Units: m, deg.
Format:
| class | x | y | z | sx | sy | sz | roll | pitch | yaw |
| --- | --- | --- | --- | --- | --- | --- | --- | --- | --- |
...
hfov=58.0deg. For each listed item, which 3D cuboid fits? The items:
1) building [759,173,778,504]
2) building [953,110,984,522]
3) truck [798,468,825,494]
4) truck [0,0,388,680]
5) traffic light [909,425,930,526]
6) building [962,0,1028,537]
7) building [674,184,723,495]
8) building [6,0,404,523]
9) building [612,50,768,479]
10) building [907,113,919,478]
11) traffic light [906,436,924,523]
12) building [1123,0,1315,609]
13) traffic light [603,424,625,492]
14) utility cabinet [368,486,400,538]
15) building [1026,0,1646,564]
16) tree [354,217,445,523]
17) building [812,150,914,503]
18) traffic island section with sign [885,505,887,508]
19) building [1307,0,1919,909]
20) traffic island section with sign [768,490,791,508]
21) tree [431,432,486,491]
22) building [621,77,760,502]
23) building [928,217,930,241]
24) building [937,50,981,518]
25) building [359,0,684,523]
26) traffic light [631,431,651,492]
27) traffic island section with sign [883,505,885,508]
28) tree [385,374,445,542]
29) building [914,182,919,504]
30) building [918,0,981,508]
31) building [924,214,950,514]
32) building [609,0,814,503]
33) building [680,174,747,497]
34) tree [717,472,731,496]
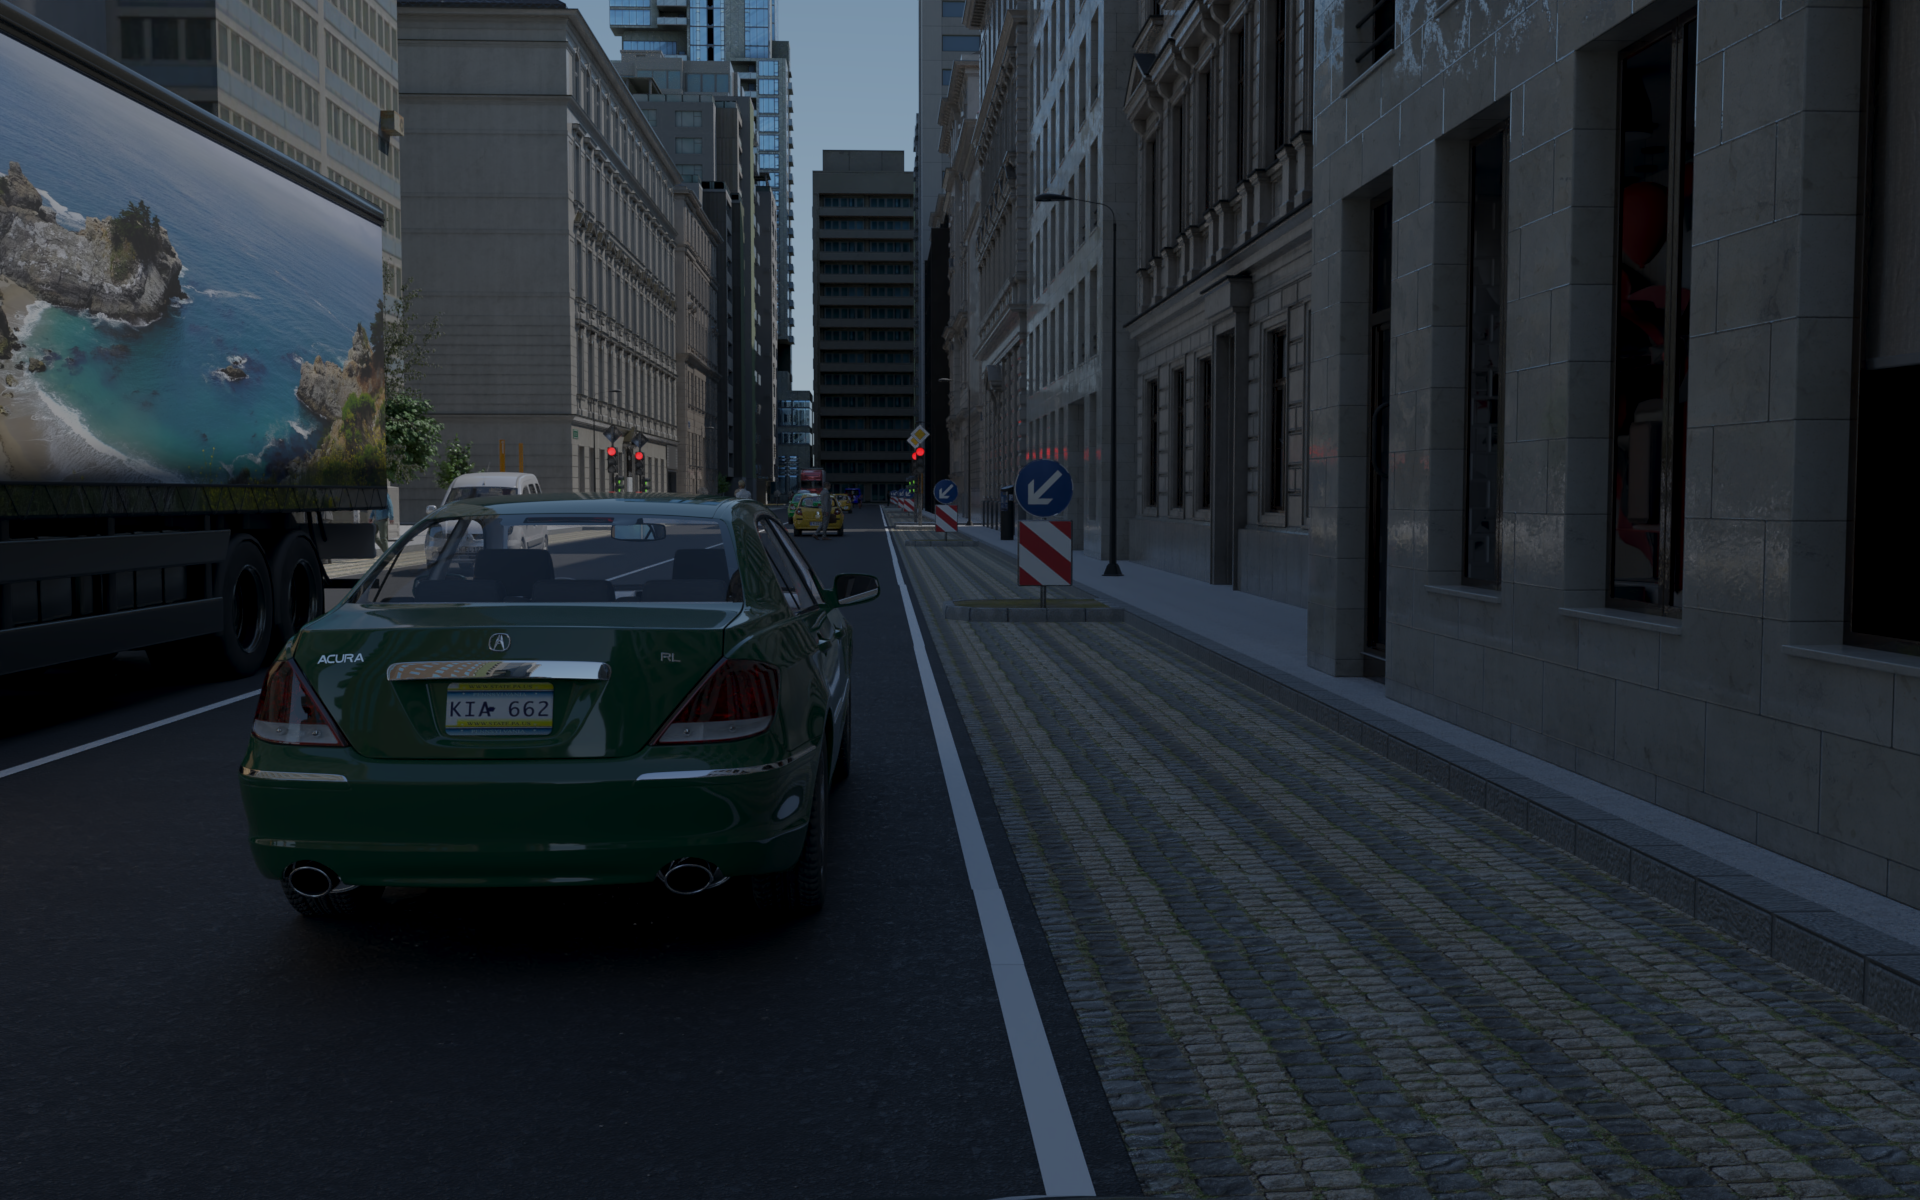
| class | x | y | z | sx | sy | sz | roll | pitch | yaw |
| --- | --- | --- | --- | --- | --- | --- | --- | --- | --- |
| building | -30.481 | -32.884 | 221.242 | 14.086 | 41.232 | 14.154 | 0 | 4 | -3 |
| building | 10.459 | -15.181 | 84.374 | 21.152 | 22.565 | 11.583 | 0 | 4 | -3 |
| truck | -15.942 | -12.162 | 187.754 | 2.839 | 4.237 | 11.283 | 0 | 4 | -3 |
| truck | -6.622 | -1.370 | 11.316 | 2.839 | 4.237 | 11.283 | 0 | 4 | -2 |
| traffic light | -1.633 | -4.956 | 69.958 | 0.839 | 4.253 | 0.868 | 0 | 4 | -3 |
| building | 6.063 | -14.139 | 60.058 | 11.050 | 23.489 | 19.941 | 0 | 4 | -3 |
| building | -25.411 | -20.531 | 132.937 | 12.463 | 27.353 | 25.104 | 0 | 4 | -3 |
| building | -30.356 | -22.007 | 51.704 | 23.993 | 40.220 | 32.217 | 0 | 4 | -3 |
| building | -34.145 | -35.157 | 194.418 | 23.786 | 49.044 | 30.456 | 0 | 4 | -3 |
| building | 5.900 | -35.462 | 199.404 | 23.786 | 49.044 | 30.456 | 0 | 4 | -3 |
| traffic light | -2.015 | -5.444 | 77.934 | 0.839 | 4.253 | 0.868 | 0 | 4 | -3 |
| building | 8.343 | -9.715 | 23.460 | 10.561 | 19.102 | 19.286 | 0 | 4 | -3 |
| traffic light | -13.879 | -4.920 | 69.358 | 0.839 | 4.253 | 0.868 | 0 | 4 | -3 |
| utility cabinet | -16.499 | -2.503 | 49.605 | 0.318 | 1.500 | 1.173 | 1 | 4 | 13 |
| building | 7.506 | -11.418 | 41.443 | 10.420 | 20.320 | 16.860 | 0 | 4 | -3 |
| tree | -14.784 | -5.624 | 42.317 | 4.360 | 8.622 | 3.978 | 0 | 3 | 0 |
| building | -10.007 | -38.105 | 246.717 | 21.600 | 48.544 | 21.300 | 0 | 4 | -3 |
| traffic island section with sign | -4.447 | -7.406 | 129.721 | 1.989 | 1.847 | 2.006 | 0 | 4 | -3 |
| building | 8.173 | -9.138 | 4.164 | 10.420 | 20.320 | 16.860 | 0 | 4 | -3 |
| traffic island section with sign | -18.855 | -10.437 | 179.264 | 1.989 | 1.847 | 2.006 | 0 | 4 | -3 |
| tree | -15.588 | -3.638 | 54.091 | 1.663 | 3.219 | 1.824 | 0 | 3 | 0 |
| building | -27.952 | -29.910 | 172.631 | 14.154 | 41.232 | 14.086 | 0 | 4 | -3 |
| building | 4.706 | -21.623 | 140.920 | 14.401 | 28.519 | 23.554 | 0 | 4 | -3 |
| building | 5.978 | -19.209 | 101.452 | 14.401 | 28.519 | 23.554 | 0 | 4 | -3 |
| building | -26.243 | -19.652 | 97.728 | 17.030 | 29.872 | 44.131 | 0 | 4 | -3 |
| traffic light | -14.261 | -5.408 | 77.334 | 0.839 | 4.253 | 0.868 | 0 | 4 | -3 |
| traffic island section with sign | -6.839 | -10.463 | 179.689 | 1.989 | 1.847 | 2.006 | 0 | 4 | -3 |
| tree | -15.710 | -3.871 | 47.008 | 4.285 | 4.588 | 4.351 | 0 | 3 | 0 |
| building | 1.091 | -32.935 | 222.089 | 14.154 | 41.232 | 14.086 | 0 | 4 | -3 |
| building | 6.441 | -38.395 | 169.760 | 21.231 | 58.520 | 28.212 | 0 | 4 | -3 |
| building | 3.892 | -17.829 | 121.190 | 12.332 | 23.373 | 15.834 | 0 | 4 | -3 |
| building | -36.572 | -57.000 | 244.613 | 31.000 | 86.520 | 22.319 | 0 | 4 | -3 |
| building | -27.289 | -23.682 | 158.904 | 14.160 | 30.474 | 14.107 | 0 | 4 | -3 |
| tree | -20.913 | -9.530 | 150.419 | 1.663 | 3.219 | 1.824 | 0 | 3 | 0 |
